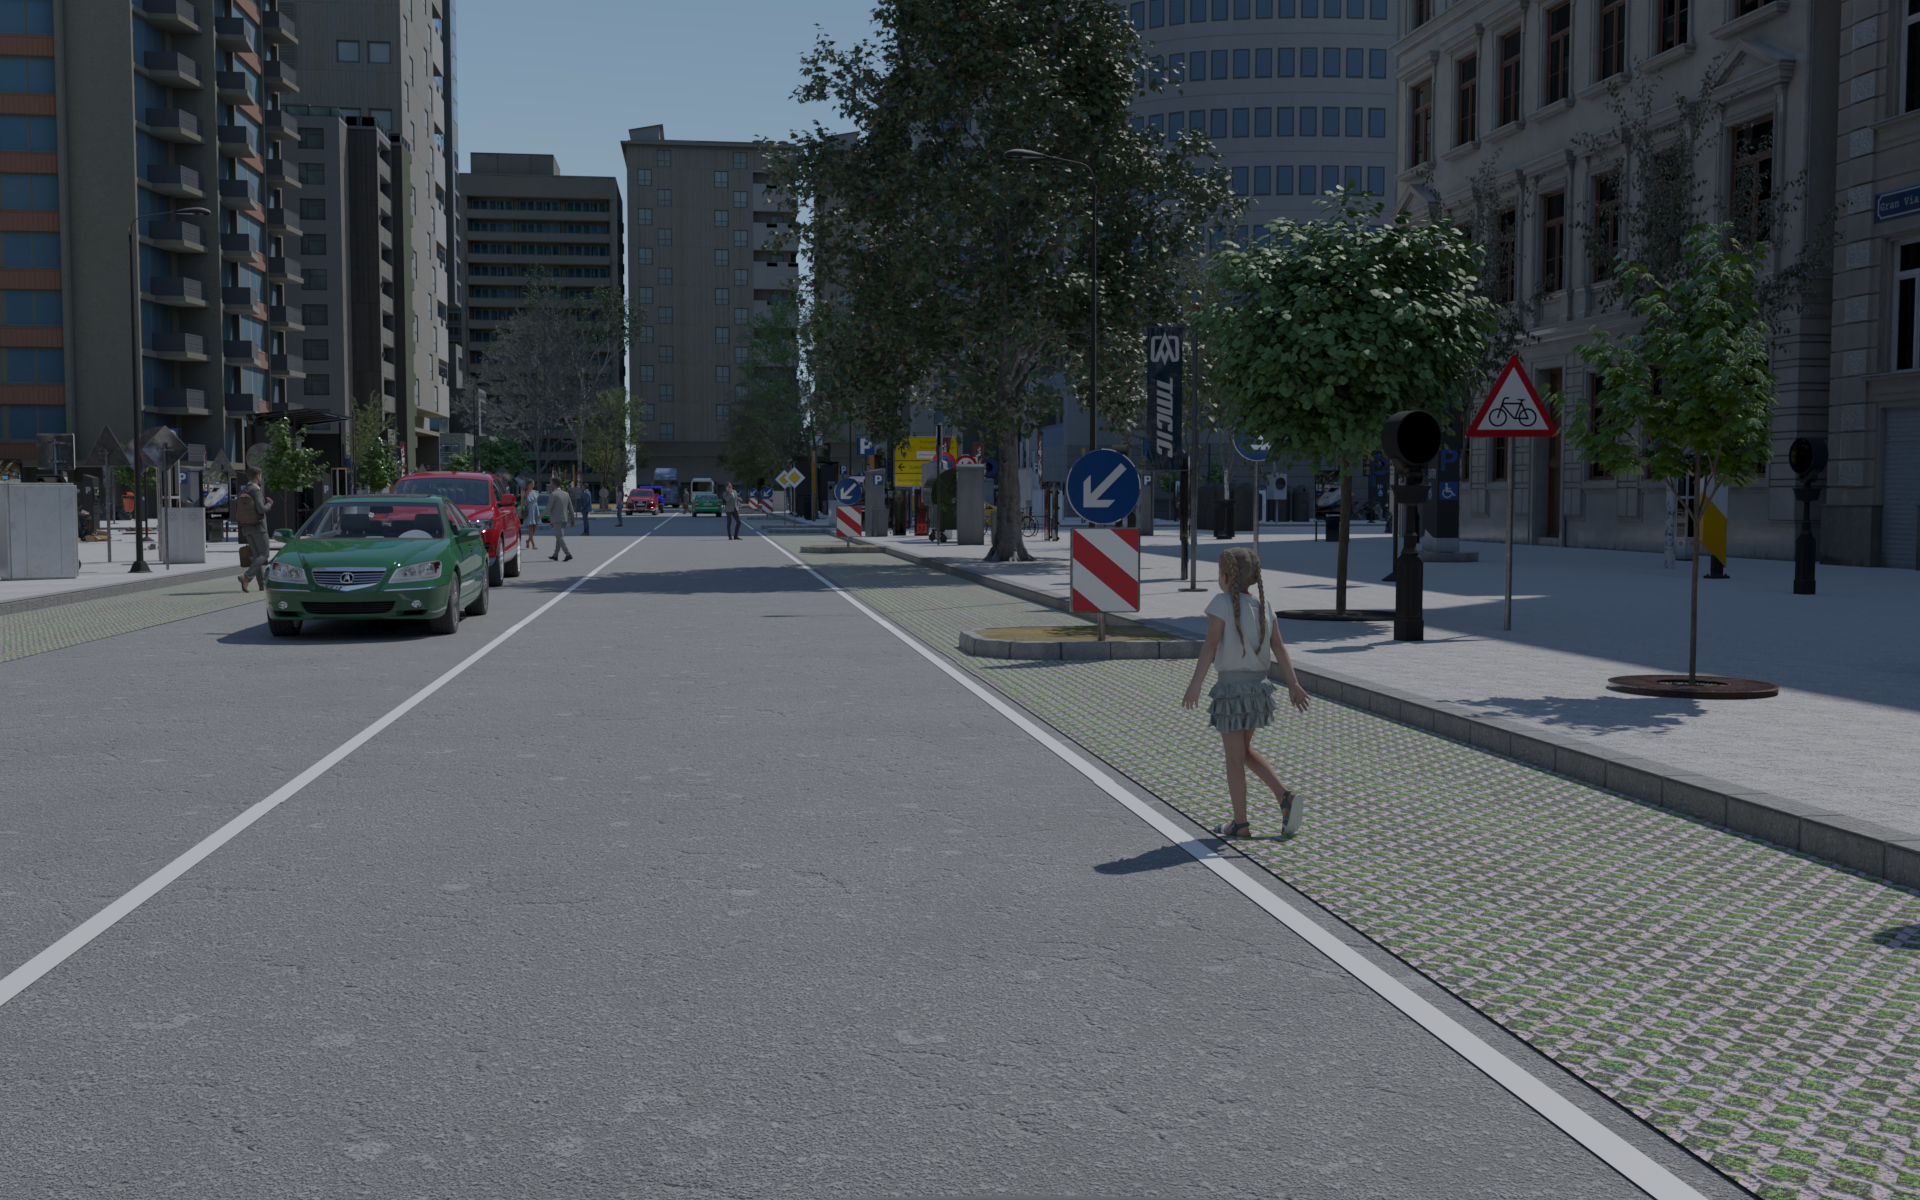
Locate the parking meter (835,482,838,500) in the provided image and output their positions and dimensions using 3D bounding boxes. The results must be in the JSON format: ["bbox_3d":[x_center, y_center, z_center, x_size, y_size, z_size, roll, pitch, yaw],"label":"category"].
[{"bbox_3d":[-5.613,-4.598,80.885,0.255,1.863,0.399,3,5,43],"label":"parking meter"}]

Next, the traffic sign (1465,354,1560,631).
[{"bbox_3d":[5.150,-0.992,16.218,0.884,2.594,0.081,0,4,-1],"label":"traffic sign"}]

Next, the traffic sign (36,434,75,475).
[{"bbox_3d":[-15.295,-1.663,29.320,0.606,2.300,0.079,0,4,-4],"label":"traffic sign"}]

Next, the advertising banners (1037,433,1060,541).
[{"bbox_3d":[2.416,-3.153,47.745,0.090,3.025,2.074,-1,4,-13],"label":"advertising banners"}]

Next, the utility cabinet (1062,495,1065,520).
[{"bbox_3d":[4.735,-4.543,85.448,0.306,1.237,1.020,3,5,40],"label":"utility cabinet"}]

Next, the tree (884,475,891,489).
[{"bbox_3d":[-5.801,-8.189,128.492,1.663,3.219,1.824,0,3,0],"label":"tree"}]

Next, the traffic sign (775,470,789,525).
[{"bbox_3d":[-7.274,-4.171,71.845,0.795,2.450,0.064,-1,4,-8],"label":"traffic sign"}]

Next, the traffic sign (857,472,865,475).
[{"bbox_3d":[-5.598,-6.084,99.581,0.768,2.556,0.104,0,4,-5],"label":"traffic sign"}]

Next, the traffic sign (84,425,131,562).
[{"bbox_3d":[-15.957,-1.983,32.428,0.884,2.594,0.081,0,4,0],"label":"traffic sign"}]

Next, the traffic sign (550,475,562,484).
[{"bbox_3d":[-26.825,-7.027,114.991,0.768,2.556,0.104,0,4,-4],"label":"traffic sign"}]

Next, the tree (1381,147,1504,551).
[{"bbox_3d":[10.848,-5.342,37.698,4.360,8.622,3.978,0,3,0],"label":"tree"}]

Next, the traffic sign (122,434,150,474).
[{"bbox_3d":[-15.635,-1.948,33.029,0.795,2.450,0.064,0,4,-7],"label":"traffic sign"}]

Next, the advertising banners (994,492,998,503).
[{"bbox_3d":[1.541,-5.507,86.223,0.090,3.025,2.074,2,4,26],"label":"advertising banners"}]

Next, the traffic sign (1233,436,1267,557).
[{"bbox_3d":[4.564,-1.624,26.658,0.768,2.556,0.104,0,4,0],"label":"traffic sign"}]

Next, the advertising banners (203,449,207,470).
[{"bbox_3d":[-30.125,-4.439,68.773,0.090,3.025,2.074,-2,4,-35],"label":"advertising banners"}]

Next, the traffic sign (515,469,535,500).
[{"bbox_3d":[-17.659,-4.079,70.338,0.795,2.450,0.064,-1,4,-8],"label":"traffic sign"}]

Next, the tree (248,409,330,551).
[{"bbox_3d":[-15.380,-2.746,39.492,1.663,3.219,1.824,0,3,0],"label":"tree"}]

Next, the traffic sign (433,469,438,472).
[{"bbox_3d":[-23.850,-4.749,78.836,0.795,2.450,0.064,0,4,-4],"label":"traffic sign"}]

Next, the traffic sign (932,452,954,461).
[{"bbox_3d":[-0.489,-3.170,51.929,0.768,2.556,0.104,0,4,-6],"label":"traffic sign"}]

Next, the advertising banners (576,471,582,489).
[{"bbox_3d":[-30.111,-8.433,134.067,2.074,3.025,0.090,2,4,23],"label":"advertising banners"}]

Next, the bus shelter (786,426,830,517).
[{"bbox_3d":[-8.802,-7.449,99.428,2.179,5.291,8.768,-1,4,-8],"label":"bus shelter"}]

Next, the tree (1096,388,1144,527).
[{"bbox_3d":[5.972,-6.797,61.497,4.360,8.622,3.978,0,3,0],"label":"tree"}]

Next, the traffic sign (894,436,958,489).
[{"bbox_3d":[-1.190,-4.087,60.702,2.265,3.308,0.079,0,4,-2],"label":"traffic sign"}]

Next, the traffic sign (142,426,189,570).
[{"bbox_3d":[-13.399,-1.715,29.224,0.795,2.450,0.064,0,4,1],"label":"traffic sign"}]

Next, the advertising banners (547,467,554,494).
[{"bbox_3d":[-26.103,-6.988,110.443,0.090,3.025,2.074,0,4,-1],"label":"advertising banners"}]

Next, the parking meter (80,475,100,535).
[{"bbox_3d":[-26.080,-2.833,52.037,0.399,1.863,0.255,1,4,14],"label":"parking meter"}]

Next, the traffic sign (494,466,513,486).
[{"bbox_3d":[-16.493,-3.596,62.438,0.795,2.450,0.064,-1,4,-8],"label":"traffic sign"}]

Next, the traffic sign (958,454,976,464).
[{"bbox_3d":[0.191,-3.403,55.744,0.768,2.556,0.104,0,4,-3],"label":"traffic sign"}]

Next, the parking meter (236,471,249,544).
[{"bbox_3d":[-18.339,-2.372,44.485,0.399,1.863,0.255,-1,4,-13],"label":"parking meter"}]

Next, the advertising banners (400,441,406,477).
[{"bbox_3d":[-18.349,-3.776,57.920,0.090,3.025,2.074,0,4,2],"label":"advertising banners"}]

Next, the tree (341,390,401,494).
[{"bbox_3d":[-42.130,-10.586,123.440,4.737,8.622,4.395,0,3,0],"label":"tree"}]

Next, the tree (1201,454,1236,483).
[{"bbox_3d":[12.130,-5.355,82.159,1.663,3.219,1.824,0,3,0],"label":"tree"}]

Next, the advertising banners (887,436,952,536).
[{"bbox_3d":[-1.203,-3.479,53.071,2.074,3.025,0.090,2,4,23],"label":"advertising banners"}]

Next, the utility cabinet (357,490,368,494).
[{"bbox_3d":[-30.894,-4.948,89.571,0.318,1.500,1.173,0,4,-5],"label":"utility cabinet"}]

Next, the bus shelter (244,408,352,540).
[{"bbox_3d":[-19.082,-3.609,50.284,1.731,3.624,6.357,-1,4,-8],"label":"bus shelter"}]

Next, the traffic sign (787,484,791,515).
[{"bbox_3d":[-10.258,-6.272,104.672,0.606,2.300,0.079,0,4,-7],"label":"traffic sign"}]

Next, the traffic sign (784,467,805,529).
[{"bbox_3d":[-6.108,-3.688,63.945,0.795,2.450,0.064,-1,4,-8],"label":"traffic sign"}]

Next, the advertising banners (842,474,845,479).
[{"bbox_3d":[-7.524,-6.828,107.827,0.090,3.025,2.074,1,4,22],"label":"advertising banners"}]

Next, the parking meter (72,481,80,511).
[{"bbox_3d":[-38.590,-4.285,75.771,0.399,1.863,0.255,-2,4,-31],"label":"parking meter"}]

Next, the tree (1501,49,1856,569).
[{"bbox_3d":[12.272,-4.821,29.178,4.360,8.622,3.978,0,3,0],"label":"tree"}]

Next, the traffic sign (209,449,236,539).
[{"bbox_3d":[-21.274,-3.052,49.898,0.884,2.594,0.081,0,4,0],"label":"traffic sign"}]

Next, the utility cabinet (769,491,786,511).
[{"bbox_3d":[-15.092,-8.269,143.876,1.173,1.500,0.318,-1,4,-21],"label":"utility cabinet"}]

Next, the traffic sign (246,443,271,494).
[{"bbox_3d":[-17.389,-2.634,43.172,0.768,2.556,0.104,0,4,-7],"label":"traffic sign"}]

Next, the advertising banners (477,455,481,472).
[{"bbox_3d":[-21.112,-4.928,76.768,0.090,3.025,2.074,-2,4,-29],"label":"advertising banners"}]

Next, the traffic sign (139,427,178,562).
[{"bbox_3d":[-15.162,-2.001,32.818,0.768,2.556,0.104,0,4,-6],"label":"traffic sign"}]

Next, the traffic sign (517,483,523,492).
[{"bbox_3d":[-27.916,-6.752,110.504,0.768,2.556,0.104,0,4,0],"label":"traffic sign"}]

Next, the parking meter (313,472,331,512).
[{"bbox_3d":[-15.878,-2.290,43.151,0.255,1.863,0.399,1,4,16],"label":"parking meter"}]

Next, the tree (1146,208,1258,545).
[{"bbox_3d":[6.172,-5.716,43.826,4.737,8.622,4.395,0,3,0],"label":"tree"}]

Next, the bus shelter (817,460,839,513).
[{"bbox_3d":[-9.344,-7.819,119.131,1.731,3.624,6.357,-1,4,-8],"label":"bus shelter"}]

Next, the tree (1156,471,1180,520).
[{"bbox_3d":[10.461,-5.634,86.715,1.663,3.219,1.824,0,3,0],"label":"tree"}]

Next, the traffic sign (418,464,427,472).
[{"bbox_3d":[-22.911,-4.516,73.846,0.884,2.594,0.081,0,4,-3],"label":"traffic sign"}]

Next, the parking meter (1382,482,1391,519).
[{"bbox_3d":[21.112,-4.892,85.693,0.399,1.863,0.255,-3,4,-38],"label":"parking meter"}]

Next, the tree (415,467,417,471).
[{"bbox_3d":[-37.381,-7.592,118.722,1.663,3.219,1.824,0,3,0],"label":"tree"}]

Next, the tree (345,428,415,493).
[{"bbox_3d":[-17.333,-3.459,51.152,1.663,3.219,1.824,0,3,0],"label":"tree"}]

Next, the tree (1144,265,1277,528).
[{"bbox_3d":[8.730,-6.440,55.650,4.360,8.622,3.978,0,3,0],"label":"tree"}]
